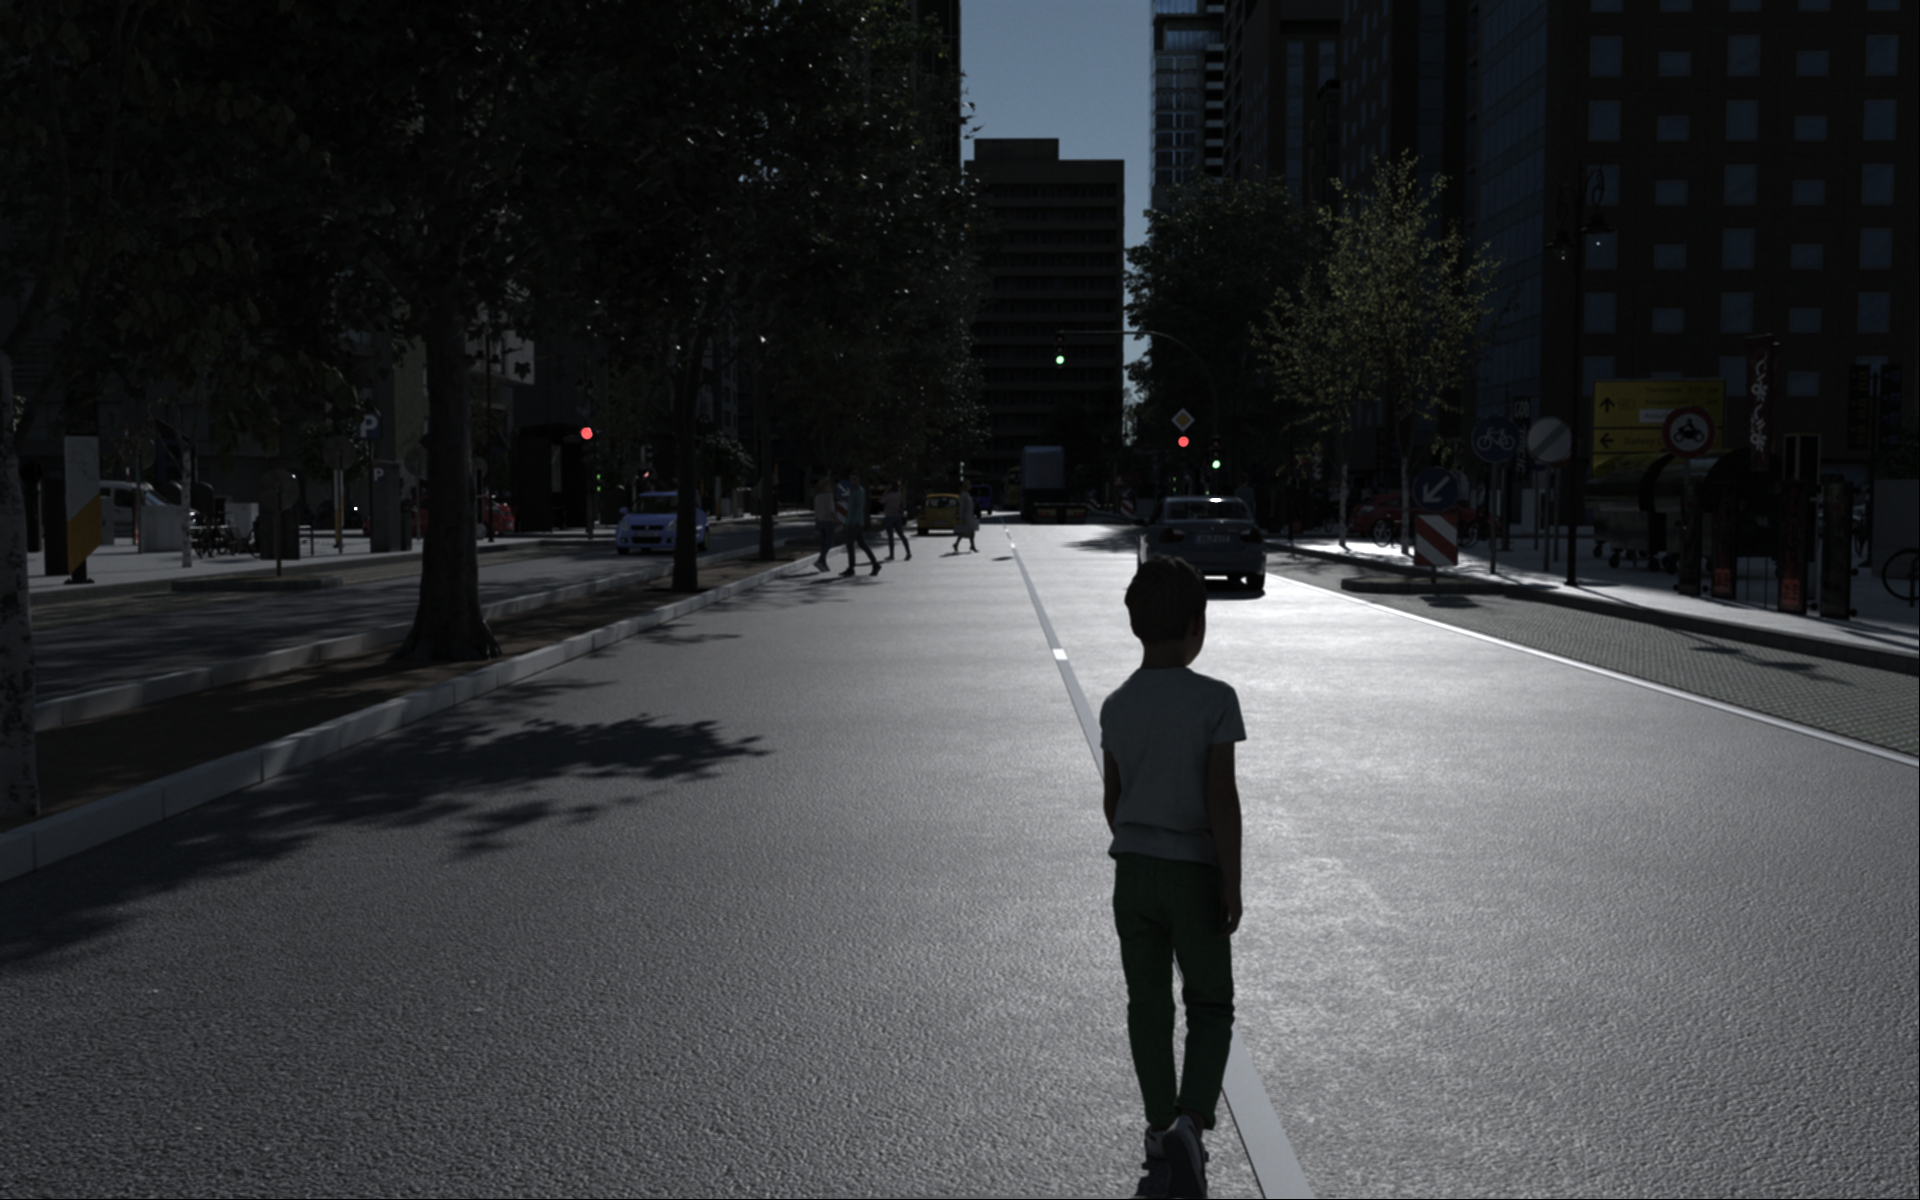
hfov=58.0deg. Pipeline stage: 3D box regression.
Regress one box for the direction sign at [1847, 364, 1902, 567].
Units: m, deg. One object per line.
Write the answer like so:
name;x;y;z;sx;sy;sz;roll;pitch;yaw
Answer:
direction sign;16.004;-2.347;30.375;0.876;3.537;0.379;0;4;6

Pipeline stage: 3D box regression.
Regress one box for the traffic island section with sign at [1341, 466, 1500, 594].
traffic island section with sign;6.729;-1.039;25.611;1.989;1.847;2.006;0;4;1

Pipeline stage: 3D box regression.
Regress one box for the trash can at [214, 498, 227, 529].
trash can;-27.662;-3.230;64.471;0.748;1.137;0.748;0;3;0

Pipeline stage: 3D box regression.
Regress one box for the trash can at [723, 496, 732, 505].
trash can;-14.094;-5.861;107.478;0.748;1.137;0.748;0;3;0

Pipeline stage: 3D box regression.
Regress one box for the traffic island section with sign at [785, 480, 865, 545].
traffic island section with sign;-3.854;-2.502;49.048;2.006;1.907;1.989;0;4;1

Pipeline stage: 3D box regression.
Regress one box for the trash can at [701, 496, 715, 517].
trash can;-14.173;-5.221;97.023;0.748;1.137;0.748;0;3;0

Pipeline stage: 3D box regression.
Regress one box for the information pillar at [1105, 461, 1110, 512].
information pillar;10.451;-8.023;122.533;0.183;3.616;0.504;2;4;29

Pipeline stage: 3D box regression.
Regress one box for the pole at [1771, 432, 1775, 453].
pole;21.667;-3.211;46.335;0.158;3.312;0.155;0;3;0

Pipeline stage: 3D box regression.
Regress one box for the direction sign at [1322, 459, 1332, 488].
direction sign;23.923;-7.420;113.310;0.876;3.537;0.379;-1;4;-21

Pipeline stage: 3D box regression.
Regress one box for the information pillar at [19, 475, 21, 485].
information pillar;-33.364;-3.466;61.157;0.304;2.012;0.304;0;4;-8

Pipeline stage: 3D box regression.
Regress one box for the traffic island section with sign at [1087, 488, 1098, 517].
traffic island section with sign;8.225;-6.179;109.651;1.989;1.847;2.006;0;4;1

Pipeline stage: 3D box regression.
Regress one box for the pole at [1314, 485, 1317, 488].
pole;23.527;-7.388;114.631;0.158;3.312;0.155;0;3;0

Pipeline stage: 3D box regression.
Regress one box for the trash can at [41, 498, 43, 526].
trash can;-36.915;-3.569;70.014;0.748;1.137;0.748;0;3;0

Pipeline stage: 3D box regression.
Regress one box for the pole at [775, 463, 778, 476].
pole;-12.056;-7.331;113.704;0.158;3.312;0.155;0;3;0

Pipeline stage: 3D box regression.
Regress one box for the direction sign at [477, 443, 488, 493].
direction sign;-21.276;-5.227;77.452;0.876;3.537;0.379;2;4;33

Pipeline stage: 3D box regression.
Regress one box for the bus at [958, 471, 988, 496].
bus;1.336;-11.630;181.692;2.896;3.916;12.252;0;4;3

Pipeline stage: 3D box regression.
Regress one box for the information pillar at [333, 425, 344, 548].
information pillar;-14.862;-3.060;41.382;0.183;3.616;0.504;0;4;-6

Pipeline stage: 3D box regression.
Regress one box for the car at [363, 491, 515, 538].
car;-15.819;-2.657;52.479;4.494;1.783;2.155;0;4;1

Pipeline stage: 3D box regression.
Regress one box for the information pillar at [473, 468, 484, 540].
information pillar;-13.558;-2.688;48.448;0.304;2.012;0.304;1;4;23

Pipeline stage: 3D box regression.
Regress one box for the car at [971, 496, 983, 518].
car;0.421;-5.703;105.820;1.945;1.354;3.894;0;4;2

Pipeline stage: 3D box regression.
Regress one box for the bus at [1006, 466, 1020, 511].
bus;5.396;-9.766;151.224;2.896;3.916;12.252;0;4;2

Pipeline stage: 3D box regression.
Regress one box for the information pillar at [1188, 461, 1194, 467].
information pillar;15.013;-7.427;112.779;0.504;3.616;0.183;-1;4;-14

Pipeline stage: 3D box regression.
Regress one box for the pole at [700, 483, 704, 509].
pole;-14.977;-6.532;100.642;0.158;3.312;0.155;0;3;0

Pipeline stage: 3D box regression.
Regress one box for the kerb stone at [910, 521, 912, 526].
kerb stone;-2.326;-3.306;76.252;0.120;0.150;1.000;0;4;1

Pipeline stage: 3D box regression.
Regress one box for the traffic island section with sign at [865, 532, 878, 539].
traffic island section with sign;-3.713;-2.955;56.454;2.006;1.907;1.989;0;4;1

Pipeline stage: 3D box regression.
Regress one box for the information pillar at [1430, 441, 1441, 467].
information pillar;20.670;-5.137;75.342;0.504;3.616;0.183;-1;4;-17

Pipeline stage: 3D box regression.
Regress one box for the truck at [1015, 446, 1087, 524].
truck;4.707;-6.198;91.094;2.967;4.110;18.799;0;4;0

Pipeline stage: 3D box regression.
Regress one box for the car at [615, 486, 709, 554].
car;-7.244;-1.998;42.252;1.945;1.707;3.694;0;4;2

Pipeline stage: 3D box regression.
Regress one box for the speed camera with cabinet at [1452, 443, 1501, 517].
speed camera with cabinet;19.745;-4.419;66.592;0.660;3.252;2.038;-3;5;-42

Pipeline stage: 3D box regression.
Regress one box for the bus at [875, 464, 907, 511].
bus;-5.756;-9.254;142.850;2.896;3.916;12.252;0;4;2

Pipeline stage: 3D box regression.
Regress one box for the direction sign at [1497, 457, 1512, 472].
direction sign;19.553;-4.294;62.199;0.876;3.537;0.379;-1;4;-17

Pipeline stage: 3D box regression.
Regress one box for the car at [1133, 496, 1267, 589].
car;3.763;-0.939;27.350;2.014;1.417;4.499;0;4;2

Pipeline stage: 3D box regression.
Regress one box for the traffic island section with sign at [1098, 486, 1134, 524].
traffic island section with sign;7.737;-4.496;82.137;1.989;1.847;2.006;0;4;1

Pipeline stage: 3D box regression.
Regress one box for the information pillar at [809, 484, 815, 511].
information pillar;-10.926;-7.551;127.944;0.304;2.012;0.304;-2;4;-29

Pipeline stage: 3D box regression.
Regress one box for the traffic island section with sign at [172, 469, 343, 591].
traffic island section with sign;-10.531;-1.078;26.260;1.989;1.847;2.006;0;4;1

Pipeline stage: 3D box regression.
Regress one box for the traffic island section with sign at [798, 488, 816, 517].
traffic island section with sign;-9.058;-6.112;108.561;1.989;1.847;2.006;0;4;1

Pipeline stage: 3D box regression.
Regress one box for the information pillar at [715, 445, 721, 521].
information pillar;-11.467;-5.555;82.177;0.183;3.616;0.504;1;4;14

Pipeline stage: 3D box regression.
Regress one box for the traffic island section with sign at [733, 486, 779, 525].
traffic island section with sign;-9.553;-4.458;81.509;1.989;1.847;2.006;0;4;1

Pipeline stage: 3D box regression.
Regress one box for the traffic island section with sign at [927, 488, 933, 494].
traffic island section with sign;-2.383;-7.550;131.581;2.006;1.907;1.989;0;4;1

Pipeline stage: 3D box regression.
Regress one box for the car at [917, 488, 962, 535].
car;-0.575;-3.152;61.752;2.015;1.641;3.980;0;4;3

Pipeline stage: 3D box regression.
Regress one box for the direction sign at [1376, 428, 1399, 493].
direction sign;14.652;-4.126;59.449;0.379;3.537;0.876;-3;5;-44

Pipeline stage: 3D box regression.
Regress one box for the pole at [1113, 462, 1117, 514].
pole;9.923;-7.164;110.977;0.158;3.312;0.155;0;3;0

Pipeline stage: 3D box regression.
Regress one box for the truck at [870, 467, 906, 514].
truck;-5.478;-7.918;125.387;3.469;3.379;9.791;0;4;0

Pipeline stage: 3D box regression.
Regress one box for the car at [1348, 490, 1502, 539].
car;13.763;-2.573;51.107;4.494;1.783;2.155;0;4;2

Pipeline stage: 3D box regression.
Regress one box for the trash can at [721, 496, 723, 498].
trash can;-17.603;-7.020;126.438;0.748;1.137;0.748;0;3;0

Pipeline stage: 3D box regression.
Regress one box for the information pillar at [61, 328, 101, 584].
information pillar;-12.580;-2.045;24.783;0.183;3.616;0.504;2;4;30

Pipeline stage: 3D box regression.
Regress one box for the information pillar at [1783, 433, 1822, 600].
information pillar;10.198;-1.011;21.024;0.304;2.012;0.304;0;4;-5

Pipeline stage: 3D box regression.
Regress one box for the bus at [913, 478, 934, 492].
bus;-4.385;-12.103;192.735;2.948;3.499;13.247;0;4;-1

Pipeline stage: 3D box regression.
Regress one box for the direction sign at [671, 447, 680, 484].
direction sign;-13.563;-5.602;83.590;0.876;3.537;0.379;-3;5;-41

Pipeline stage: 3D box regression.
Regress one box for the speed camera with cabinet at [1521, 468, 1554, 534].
speed camera with cabinet;18.917;-3.810;56.630;0.660;3.252;2.038;2;4;31
